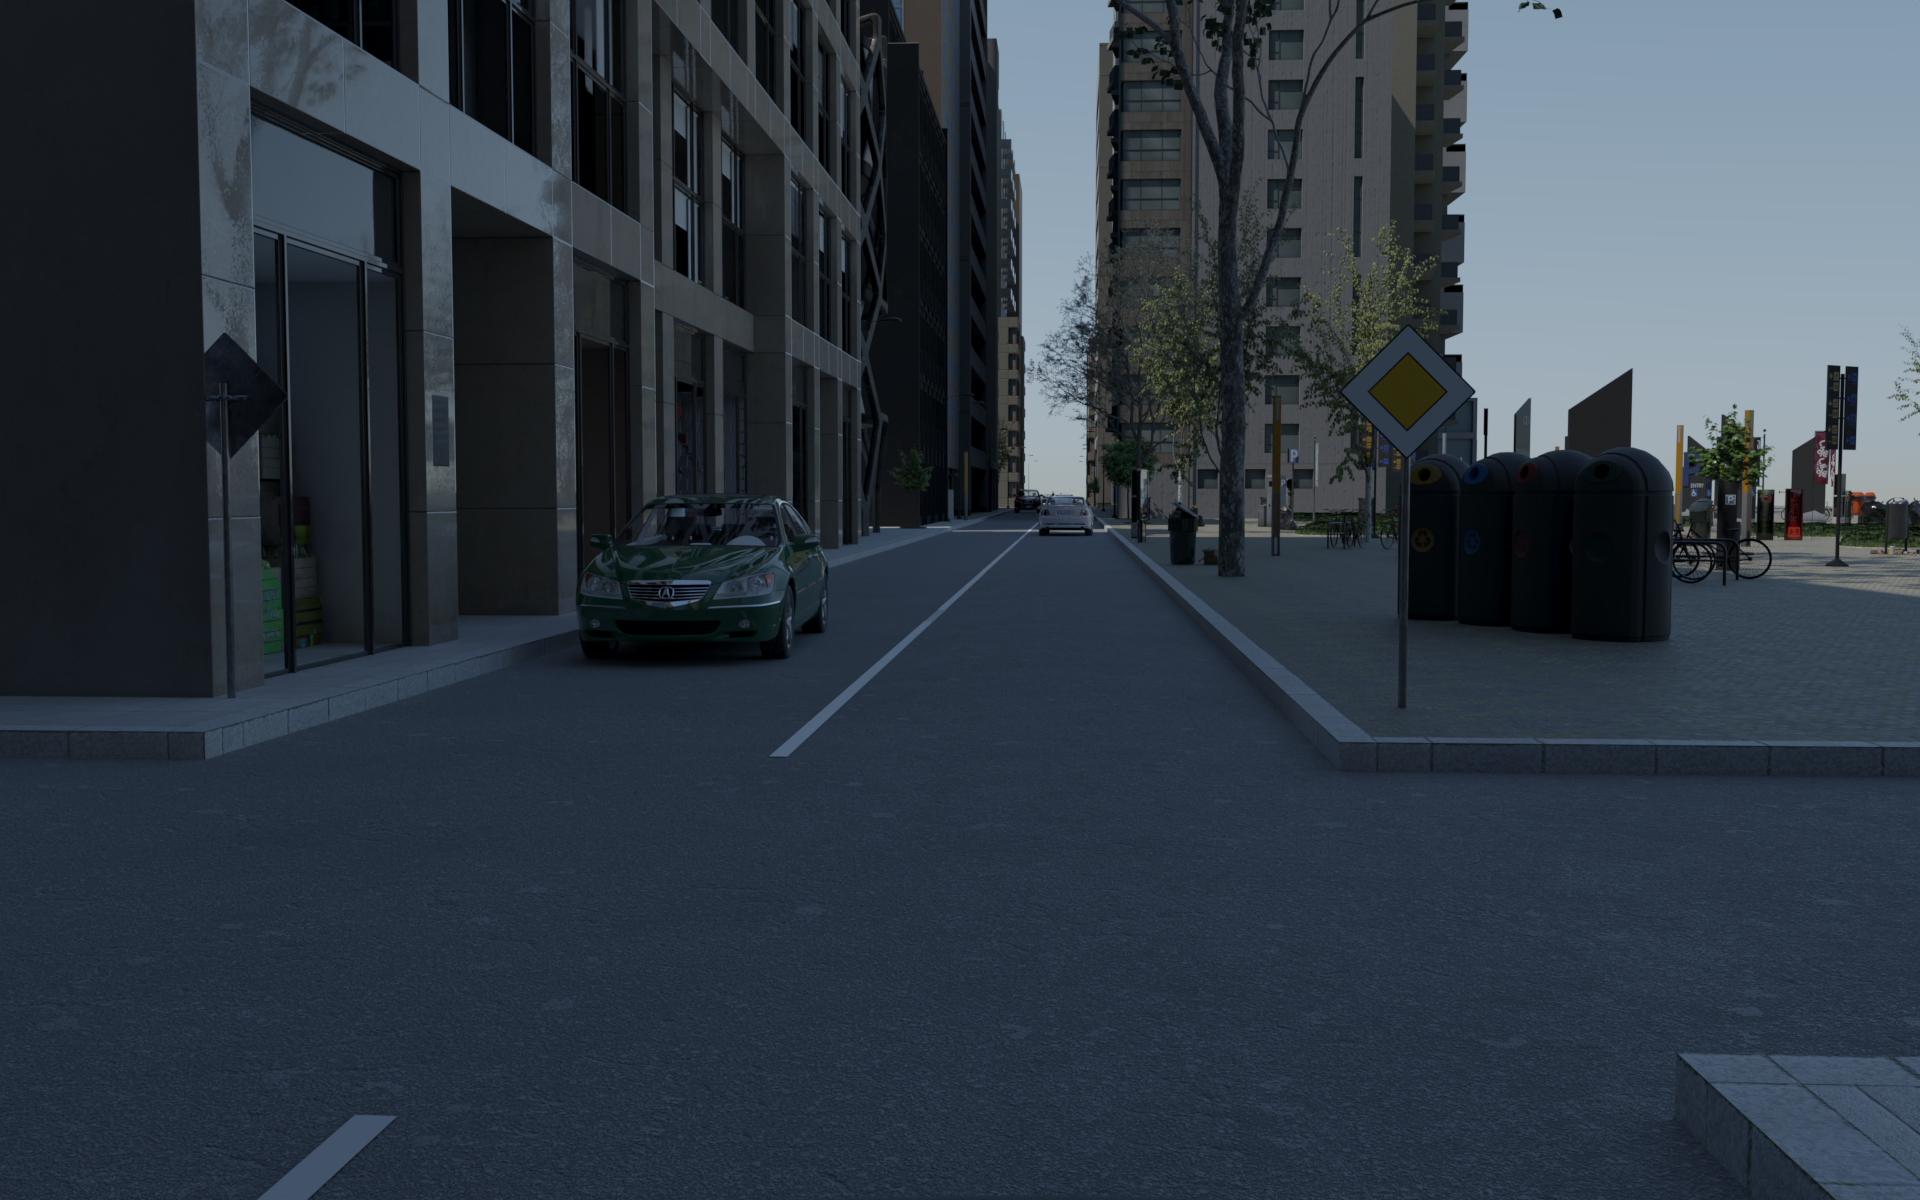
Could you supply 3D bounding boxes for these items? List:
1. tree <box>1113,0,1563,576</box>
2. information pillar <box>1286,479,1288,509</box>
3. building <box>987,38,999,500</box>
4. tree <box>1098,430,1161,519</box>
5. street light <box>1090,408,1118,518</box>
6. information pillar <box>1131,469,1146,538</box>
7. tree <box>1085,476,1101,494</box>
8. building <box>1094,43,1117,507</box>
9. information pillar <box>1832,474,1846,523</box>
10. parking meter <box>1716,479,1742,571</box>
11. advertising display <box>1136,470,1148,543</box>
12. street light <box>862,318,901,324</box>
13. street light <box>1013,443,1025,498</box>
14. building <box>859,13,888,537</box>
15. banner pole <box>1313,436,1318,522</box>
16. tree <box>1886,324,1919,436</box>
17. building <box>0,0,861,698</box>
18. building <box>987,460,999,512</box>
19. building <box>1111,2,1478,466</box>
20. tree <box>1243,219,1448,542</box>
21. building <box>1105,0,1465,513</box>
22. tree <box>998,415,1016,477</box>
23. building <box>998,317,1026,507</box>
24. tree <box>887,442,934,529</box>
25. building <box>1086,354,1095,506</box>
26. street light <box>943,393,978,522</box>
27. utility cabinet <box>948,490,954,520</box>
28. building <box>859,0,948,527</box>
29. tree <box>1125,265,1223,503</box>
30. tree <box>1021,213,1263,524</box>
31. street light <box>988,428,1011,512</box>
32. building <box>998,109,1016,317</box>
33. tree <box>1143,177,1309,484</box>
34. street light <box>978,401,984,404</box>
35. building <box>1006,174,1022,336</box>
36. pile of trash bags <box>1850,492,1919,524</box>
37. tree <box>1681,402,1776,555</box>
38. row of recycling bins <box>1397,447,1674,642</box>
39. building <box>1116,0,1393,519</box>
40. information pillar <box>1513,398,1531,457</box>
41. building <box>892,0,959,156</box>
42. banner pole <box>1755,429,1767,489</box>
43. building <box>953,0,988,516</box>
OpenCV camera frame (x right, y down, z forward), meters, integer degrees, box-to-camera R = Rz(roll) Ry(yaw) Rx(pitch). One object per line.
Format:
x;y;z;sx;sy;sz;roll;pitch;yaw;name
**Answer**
3.390;-10.362;25.303;12.611;20.169;13.585;0;3;0;tree
15.526;-4.806;83.066;0.304;2.012;0.304;2;4;29;information pillar
-3.905;-28.607;151.320;14.154;41.232;14.086;0;4;4;building
8.690;-6.416;88.614;4.285;4.588;4.351;0;3;0;tree
7.753;-7.352;92.744;1.470;5.913;1.316;0;4;4;street light
5.163;-2.794;50.171;0.304;2.012;0.304;-2;4;-35;information pillar
13.278;-10.666;168.997;1.663;3.219;1.824;0;3;0;tree
24.820;-33.973;179.154;21.300;48.544;21.600;0;4;4;building
31.445;-3.514;61.951;0.304;2.012;0.304;-2;4;-28;information pillar
12.923;-1.266;29.111;0.372;1.533;0.369;0;3;0;parking meter
4.827;-2.488;45.892;0.123;1.923;0.974;1;4;18;advertising display
-2.249;-4.477;45.741;1.470;5.913;1.316;0;4;4;street light
4.899;-11.270;156.802;1.470;5.913;1.316;0;4;4;street light
-10.802;-11.379;53.499;16.820;18.784;16.811;0;4;4;building
15.329;-5.176;74.644;0.401;3.779;0.863;2;4;26;banner pole
34.200;-6.641;58.937;4.737;8.622;4.395;0;3;0;tree
-13.211;-13.647;27.649;19.350;26.468;34.151;0;4;4;building
-7.408;-42.471;132.656;20.563;71.187;20.611;0;4;4;building
26.578;-34.044;145.864;28.713;52.752;27.495;0;4;4;building
10.708;-5.861;46.188;4.737;8.622;4.395;0;3;0;tree
21.147;-28.297;117.278;22.147;44.769;28.867;0;4;4;building
3.367;-12.931;161.788;4.737;8.622;4.395;0;3;0;tree
-7.222;-20.766;184.563;27.650;21.520;28.899;0;4;4;building
-1.671;-4.272;64.442;1.663;3.219;1.824;0;3;0;tree
28.938;-22.028;205.195;27.650;21.520;28.899;0;4;4;building
-0.059;-6.571;79.982;1.470;5.913;1.316;0;4;4;street light
-0.643;-4.627;84.336;0.318;1.500;1.173;-1;4;-21;utility cabinet
-7.223;-15.008;75.051;12.332;23.373;15.834;0;4;4;building
7.472;-6.511;56.812;4.737;8.622;4.395;0;3;0;tree
7.873;-10.072;75.043;12.009;13.543;11.850;0;3;0;tree
2.652;-9.155;122.230;1.470;5.913;1.316;0;4;4;street light
-4.528;-36.307;213.234;23.786;49.044;30.456;0;4;4;building
6.283;-5.553;41.146;4.360;8.622;3.978;0;3;0;tree
0.517;-7.002;87.027;1.470;5.913;1.316;0;4;4;street light
1.368;-35.853;236.308;14.600;45.320;14.200;0;4;4;building
39.476;-3.949;74.320;1.912;1.369;3.447;1;4;10;pile of trash bags
16.385;-2.566;36.559;1.663;3.219;1.824;0;3;0;tree
5.442;-0.582;16.629;1.069;1.692;3.534;-1;4;-20;row of recycling bins
15.796;-19.869;96.563;14.160;30.474;14.107;0;4;4;building
13.663;-3.105;42.120;0.504;3.616;0.183;-2;4;-26;information pillar
-7.368;-27.109;93.335;14.600;45.320;14.200;0;4;4;building
30.731;-4.688;66.664;0.401;3.779;0.863;-2;4;-24;banner pole
-9.372;-29.863;111.962;21.300;48.544;21.600;0;4;4;building
